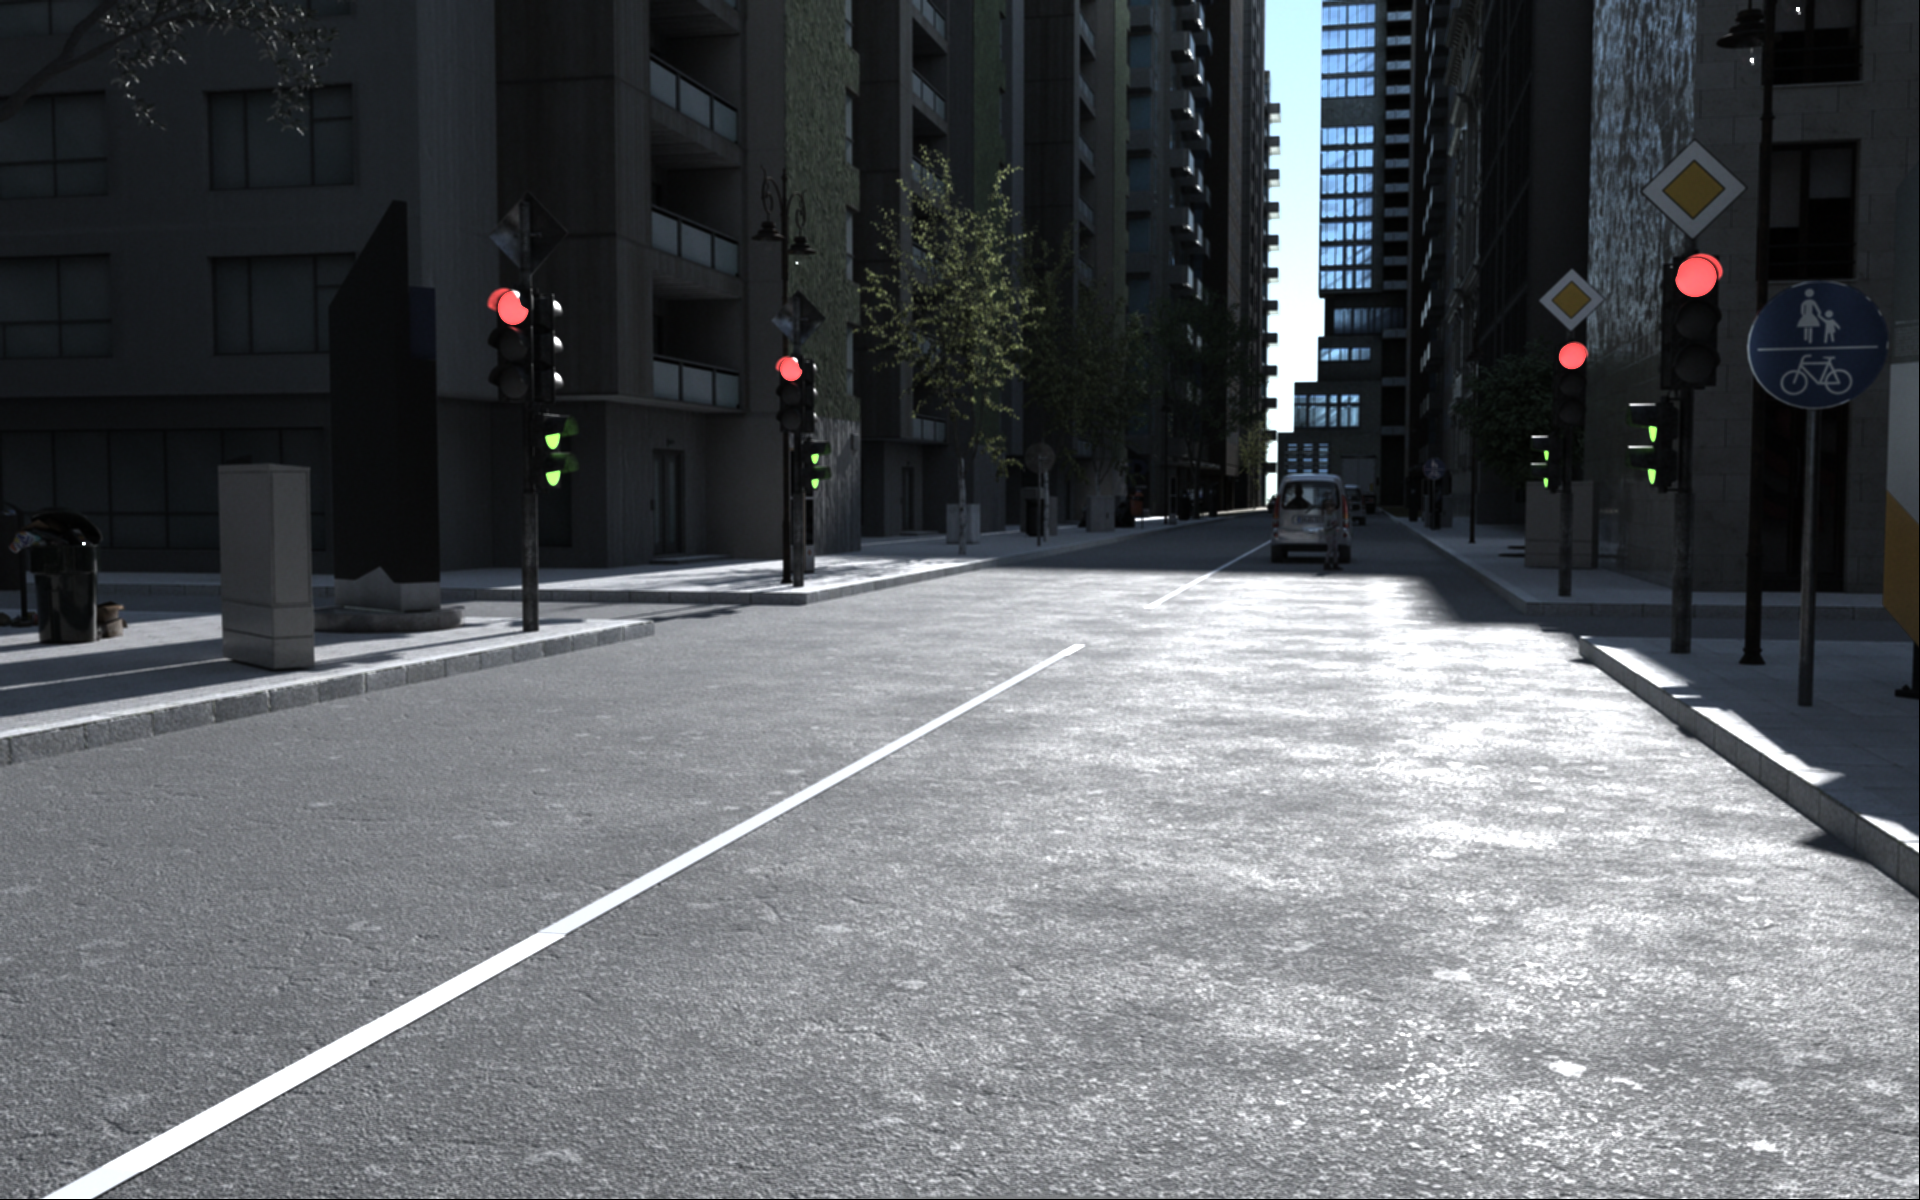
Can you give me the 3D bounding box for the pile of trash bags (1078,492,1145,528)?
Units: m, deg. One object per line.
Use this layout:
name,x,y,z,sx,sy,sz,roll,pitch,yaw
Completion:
pile of trash bags,5.986,-3.444,66.066,1.912,1.369,3.447,-2,4,-27

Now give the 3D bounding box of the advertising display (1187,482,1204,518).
advertising display,12.809,-5.450,94.322,0.974,1.923,0.123,2,4,30

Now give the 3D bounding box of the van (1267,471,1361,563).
van,7.640,-1.864,37.495,2.013,2.044,4.112,1,4,13

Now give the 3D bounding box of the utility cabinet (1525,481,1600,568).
utility cabinet,10.383,-1.296,29.871,1.173,1.500,0.318,3,5,40

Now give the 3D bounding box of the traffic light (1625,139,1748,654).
traffic light,5.807,-1.527,13.887,0.839,4.253,0.868,1,4,13

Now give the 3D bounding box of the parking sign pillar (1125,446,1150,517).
parking sign pillar,9.885,-6.611,96.570,1.447,3.967,1.447,-1,4,-15

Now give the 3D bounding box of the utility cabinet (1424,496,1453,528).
utility cabinet,18.366,-3.384,66.484,1.020,1.237,0.306,0,4,-2

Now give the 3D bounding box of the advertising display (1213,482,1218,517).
advertising display,14.208,-5.571,96.299,0.123,1.923,0.974,0,4,-1

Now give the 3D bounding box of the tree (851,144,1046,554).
tree,-0.040,-5.262,36.391,4.360,8.622,3.978,0,3,0

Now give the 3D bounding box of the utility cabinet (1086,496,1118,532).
utility cabinet,4.751,-2.896,58.513,1.020,1.237,0.306,-2,4,-31

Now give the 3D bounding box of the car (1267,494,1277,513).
car,24.675,-7.423,133.375,2.014,1.417,4.499,1,4,13

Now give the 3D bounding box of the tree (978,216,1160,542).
tree,2.536,-5.869,46.322,4.737,8.622,4.395,0,3,0

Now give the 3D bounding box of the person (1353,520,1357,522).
person,19.784,-4.840,87.726,0.635,1.810,0.391,2,4,26

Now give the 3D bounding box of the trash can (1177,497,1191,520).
trash can,10.895,-4.444,84.319,0.748,1.137,0.748,0,3,0

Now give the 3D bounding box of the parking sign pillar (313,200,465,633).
parking sign pillar,-5.515,-1.718,16.557,1.447,3.967,1.447,3,5,43

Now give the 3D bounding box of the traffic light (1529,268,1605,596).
traffic light,7.588,-2.003,21.672,0.839,4.253,0.868,1,4,13

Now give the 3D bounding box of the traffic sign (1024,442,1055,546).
traffic sign,1.949,-2.605,42.696,0.768,2.556,0.104,1,4,15

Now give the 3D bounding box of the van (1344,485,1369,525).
van,18.033,-4.506,80.687,2.013,2.044,4.112,1,4,12

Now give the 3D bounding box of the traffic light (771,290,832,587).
traffic light,-2.224,-2.139,23.892,0.839,4.253,0.868,1,4,13

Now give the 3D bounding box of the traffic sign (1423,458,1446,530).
traffic sign,16.754,-3.737,61.200,0.768,2.556,0.104,1,4,19

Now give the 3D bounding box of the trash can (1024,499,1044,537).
trash can,2.308,-2.496,52.469,0.748,1.137,0.748,0,3,0

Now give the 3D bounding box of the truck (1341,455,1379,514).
truck,29.825,-8.591,129.374,2.839,4.237,11.283,1,4,14

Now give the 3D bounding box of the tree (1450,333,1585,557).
tree,11.789,-3.174,35.606,4.285,4.588,4.351,0,3,0

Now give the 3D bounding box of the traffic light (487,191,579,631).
traffic light,-4.005,-1.663,16.108,0.839,4.253,0.868,1,4,13

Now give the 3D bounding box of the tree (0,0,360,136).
tree,-6.135,-6.058,9.427,12.009,13.543,11.850,0,3,0

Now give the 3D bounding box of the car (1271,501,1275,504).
car,20.668,-5.914,109.062,2.083,1.381,4.827,1,4,11

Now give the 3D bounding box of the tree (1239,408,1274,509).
tree,24.585,-11.934,145.482,4.360,8.622,3.978,0,3,0

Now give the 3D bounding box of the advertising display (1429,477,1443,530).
advertising display,17.205,-3.511,62.615,0.123,1.923,0.974,2,4,35

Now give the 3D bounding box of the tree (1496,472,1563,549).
tree,13.528,-2.815,40.621,1.663,3.219,1.824,0,3,0

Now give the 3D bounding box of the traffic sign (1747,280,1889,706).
traffic sign,5.125,-0.631,10.425,0.768,2.556,0.104,1,4,18

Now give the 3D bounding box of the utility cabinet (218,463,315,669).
utility cabinet,-5.194,-0.263,12.971,0.318,1.500,1.173,-3,5,-40

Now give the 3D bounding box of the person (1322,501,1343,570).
person,7.007,-1.210,32.564,0.394,1.301,0.425,2,4,27

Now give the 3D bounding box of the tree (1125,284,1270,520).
tree,11.854,-9.891,87.471,9.928,11.665,9.643,0,3,0

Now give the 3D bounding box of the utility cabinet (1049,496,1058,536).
utility cabinet,2.875,-2.604,53.730,0.306,1.237,1.020,0,4,1
